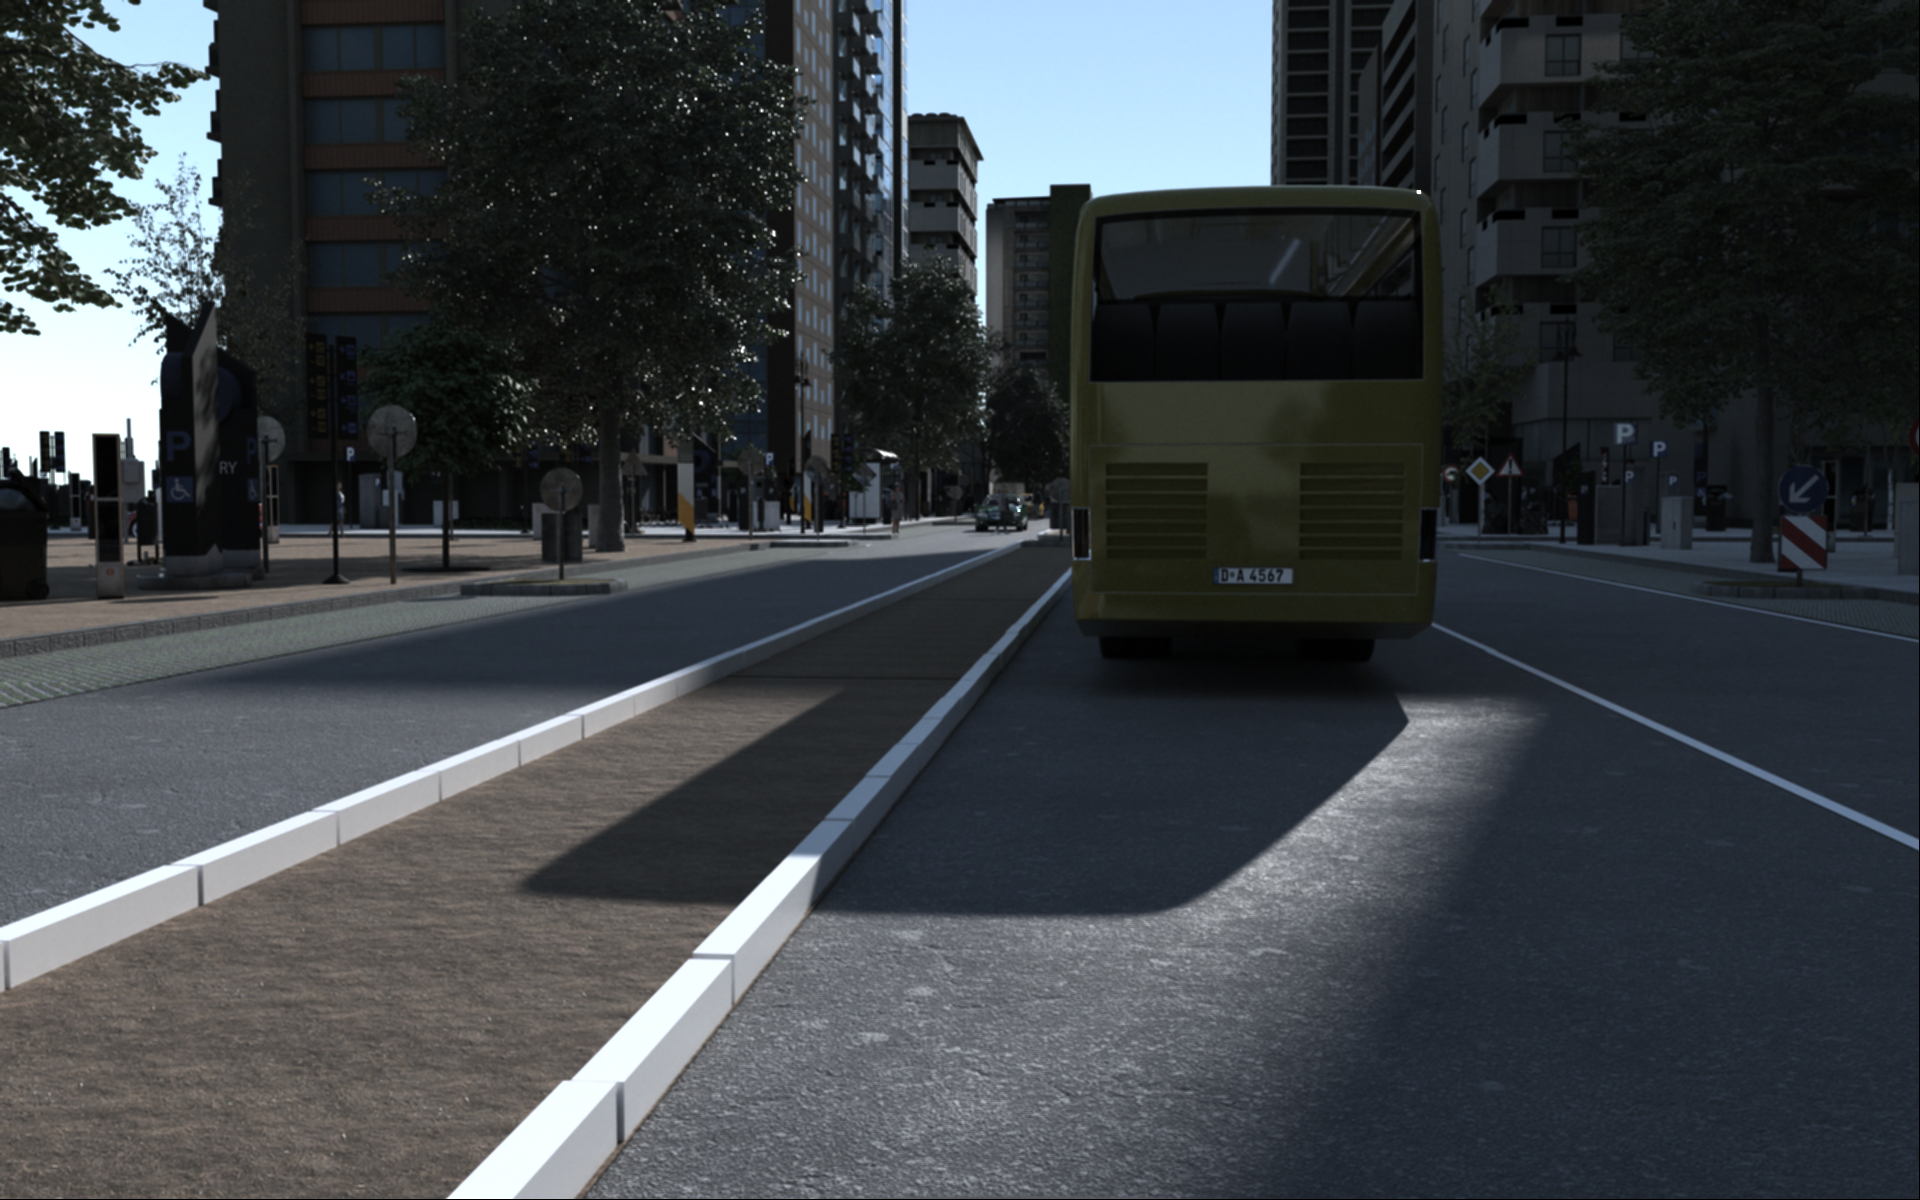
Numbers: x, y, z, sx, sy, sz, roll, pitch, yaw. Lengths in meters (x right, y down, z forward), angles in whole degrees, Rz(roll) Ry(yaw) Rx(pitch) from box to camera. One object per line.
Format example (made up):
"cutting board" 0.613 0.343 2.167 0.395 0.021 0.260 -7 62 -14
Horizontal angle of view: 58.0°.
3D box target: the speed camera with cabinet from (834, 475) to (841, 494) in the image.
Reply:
"speed camera with cabinet" -8.415 -7.942 124.190 0.660 3.252 2.038 2 4 35

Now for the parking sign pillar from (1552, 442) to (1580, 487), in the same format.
"parking sign pillar" 31.241 -6.169 89.334 1.447 3.967 1.447 1 4 11

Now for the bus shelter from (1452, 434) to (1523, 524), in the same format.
"bus shelter" 21.412 -4.842 70.447 1.731 3.624 6.357 0 4 6

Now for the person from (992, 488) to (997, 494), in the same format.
"person" 1.904 -5.246 94.945 0.731 1.740 0.598 3 4 37

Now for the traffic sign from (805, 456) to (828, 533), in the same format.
"traffic sign" -4.764 -3.502 57.364 0.768 2.556 0.104 1 4 9

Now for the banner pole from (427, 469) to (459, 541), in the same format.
"banner pole" -14.296 -3.533 47.783 0.863 3.779 0.401 -1 4 -11

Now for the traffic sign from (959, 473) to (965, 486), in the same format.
"traffic sign" -0.091 -6.328 103.563 0.768 2.556 0.104 0 4 8

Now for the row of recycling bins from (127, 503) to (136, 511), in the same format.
"row of recycling bins" -62.221 -7.468 129.219 1.069 1.692 3.534 -3 5 -41

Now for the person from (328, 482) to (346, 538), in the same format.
"person" -19.893 -2.864 55.351 0.654 1.822 0.581 2 4 25

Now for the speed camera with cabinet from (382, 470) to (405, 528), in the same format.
"speed camera with cabinet" -21.965 -4.457 67.200 0.660 3.252 2.038 -1 4 -10

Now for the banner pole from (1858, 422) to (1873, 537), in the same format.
"banner pole" 27.092 -3.773 51.699 0.401 3.779 0.863 2 4 26

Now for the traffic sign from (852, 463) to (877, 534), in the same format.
"traffic sign" -3.061 -3.170 55.477 0.795 2.450 0.064 0 4 6

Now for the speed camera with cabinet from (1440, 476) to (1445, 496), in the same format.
"speed camera with cabinet" 22.199 -5.288 80.796 0.660 3.252 2.038 1 4 22

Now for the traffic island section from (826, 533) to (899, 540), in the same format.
"traffic island section" -3.085 -2.034 55.542 2.009 0.180 2.903 0 4 6

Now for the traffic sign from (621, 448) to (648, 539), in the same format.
"traffic sign" -9.281 -3.007 49.165 0.884 2.594 0.081 0 4 7

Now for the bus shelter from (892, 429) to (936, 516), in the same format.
"bus shelter" -2.628 -7.630 102.377 2.179 5.291 8.768 0 4 6

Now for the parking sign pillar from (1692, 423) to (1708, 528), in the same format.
"parking sign pillar" 27.951 -4.701 65.330 1.447 3.967 1.447 1 4 21

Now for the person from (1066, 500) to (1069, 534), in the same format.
"person" 3.942 -3.182 60.436 0.656 1.842 0.836 -2 4 -27

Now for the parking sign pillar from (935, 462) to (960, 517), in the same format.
"parking sign pillar" -0.718 -6.751 98.850 1.447 3.967 1.447 0 4 5

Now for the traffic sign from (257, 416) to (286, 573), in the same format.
"traffic sign" -11.296 -1.713 28.117 0.768 2.556 0.104 1 4 12

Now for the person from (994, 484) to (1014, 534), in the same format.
"person" 1.565 -3.249 61.804 0.728 1.800 0.709 2 4 28

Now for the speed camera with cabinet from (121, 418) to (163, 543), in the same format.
"speed camera with cabinet" -21.213 -3.143 45.727 2.038 3.252 0.660 -3 5 -40

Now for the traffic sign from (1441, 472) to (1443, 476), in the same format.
"traffic sign" 14.534 -3.056 53.609 0.795 2.450 0.064 0 4 6

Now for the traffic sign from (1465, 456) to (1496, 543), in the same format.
"traffic sign" 13.697 -2.570 45.668 0.795 2.450 0.064 0 4 6

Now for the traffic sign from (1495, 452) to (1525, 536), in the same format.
"traffic sign" 16.945 -3.264 53.378 0.884 2.594 0.081 1 4 12

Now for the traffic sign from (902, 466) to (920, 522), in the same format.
"traffic sign" -2.271 -4.871 79.644 0.884 2.594 0.081 1 4 14

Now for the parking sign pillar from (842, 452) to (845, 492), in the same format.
"parking sign pillar" -6.891 -7.456 110.385 1.447 3.967 1.447 -3 4 -38

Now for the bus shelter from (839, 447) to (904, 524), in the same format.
"bus shelter" -3.859 -5.056 76.597 2.014 3.302 5.546 0 4 6

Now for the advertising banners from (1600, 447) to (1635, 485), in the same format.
"advertising banners" 24.702 -4.219 65.164 2.074 3.025 0.090 -2 4 -33

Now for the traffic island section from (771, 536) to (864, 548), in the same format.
"traffic island section" -3.922 -1.549 47.600 2.009 0.180 2.903 0 4 6

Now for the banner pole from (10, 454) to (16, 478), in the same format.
"banner pole" -58.646 -7.166 107.174 0.863 3.779 0.401 1 4 13

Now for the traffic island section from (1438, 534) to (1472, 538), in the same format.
"traffic island section" 14.558 -1.921 53.684 2.009 0.180 2.903 0 4 6

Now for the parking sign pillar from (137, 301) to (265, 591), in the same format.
"parking sign pillar" -10.481 -2.150 23.619 1.447 3.967 1.447 -1 4 -9

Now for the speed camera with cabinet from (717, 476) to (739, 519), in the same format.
"speed camera with cabinet" -11.194 -5.443 83.329 2.038 3.252 0.660 0 4 -2

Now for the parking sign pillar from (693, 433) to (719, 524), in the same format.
"parking sign pillar" -11.255 -5.332 75.652 1.447 3.967 1.447 2 4 31

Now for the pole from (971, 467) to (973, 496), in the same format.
"pole" 0.971 -8.376 130.795 0.158 3.312 0.155 0 3 0

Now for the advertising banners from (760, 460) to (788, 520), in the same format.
"advertising banners" -9.386 -5.520 86.435 0.090 3.025 2.074 -3 5 -43

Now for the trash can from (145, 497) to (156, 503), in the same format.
"trash can" -47.330 -5.489 101.395 0.748 1.137 0.748 0 3 0

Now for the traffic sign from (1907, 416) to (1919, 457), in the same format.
"traffic sign" 14.979 -1.627 26.704 0.768 2.556 0.104 1 4 10

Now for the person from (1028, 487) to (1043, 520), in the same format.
"person" 4.115 -5.250 94.324 0.794 1.824 0.713 -2 4 -24

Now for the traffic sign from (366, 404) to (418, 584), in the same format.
"traffic sign" -8.090 -1.501 24.651 0.768 2.556 0.104 0 4 7

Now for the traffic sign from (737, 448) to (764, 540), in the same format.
"traffic sign" -5.854 -2.953 48.393 0.768 2.556 0.104 1 4 10

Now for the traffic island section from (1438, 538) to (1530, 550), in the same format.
"traffic island section" 13.721 -1.435 45.742 2.009 0.180 2.903 0 4 6

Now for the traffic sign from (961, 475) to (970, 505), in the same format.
"traffic sign" 0.278 -7.094 116.092 0.768 2.556 0.104 1 4 11

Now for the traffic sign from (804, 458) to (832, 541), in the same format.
"traffic sign" -3.898 -2.685 47.536 0.795 2.450 0.064 0 4 6

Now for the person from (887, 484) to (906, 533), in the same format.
"person" -2.329 -3.314 63.045 0.716 1.782 0.532 -2 4 -30

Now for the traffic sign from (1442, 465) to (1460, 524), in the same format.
"traffic sign" 21.181 -4.561 74.680 0.768 2.556 0.104 1 4 13

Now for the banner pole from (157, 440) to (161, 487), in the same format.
"banner pole" -32.481 -4.944 70.849 0.863 3.779 0.401 2 4 25

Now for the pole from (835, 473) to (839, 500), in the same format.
"pole" -8.344 -7.555 117.374 0.158 3.312 0.155 0 3 0

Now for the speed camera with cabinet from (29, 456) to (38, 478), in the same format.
"speed camera with cabinet" -48.426 -5.782 88.864 2.038 3.252 0.660 0 4 2
